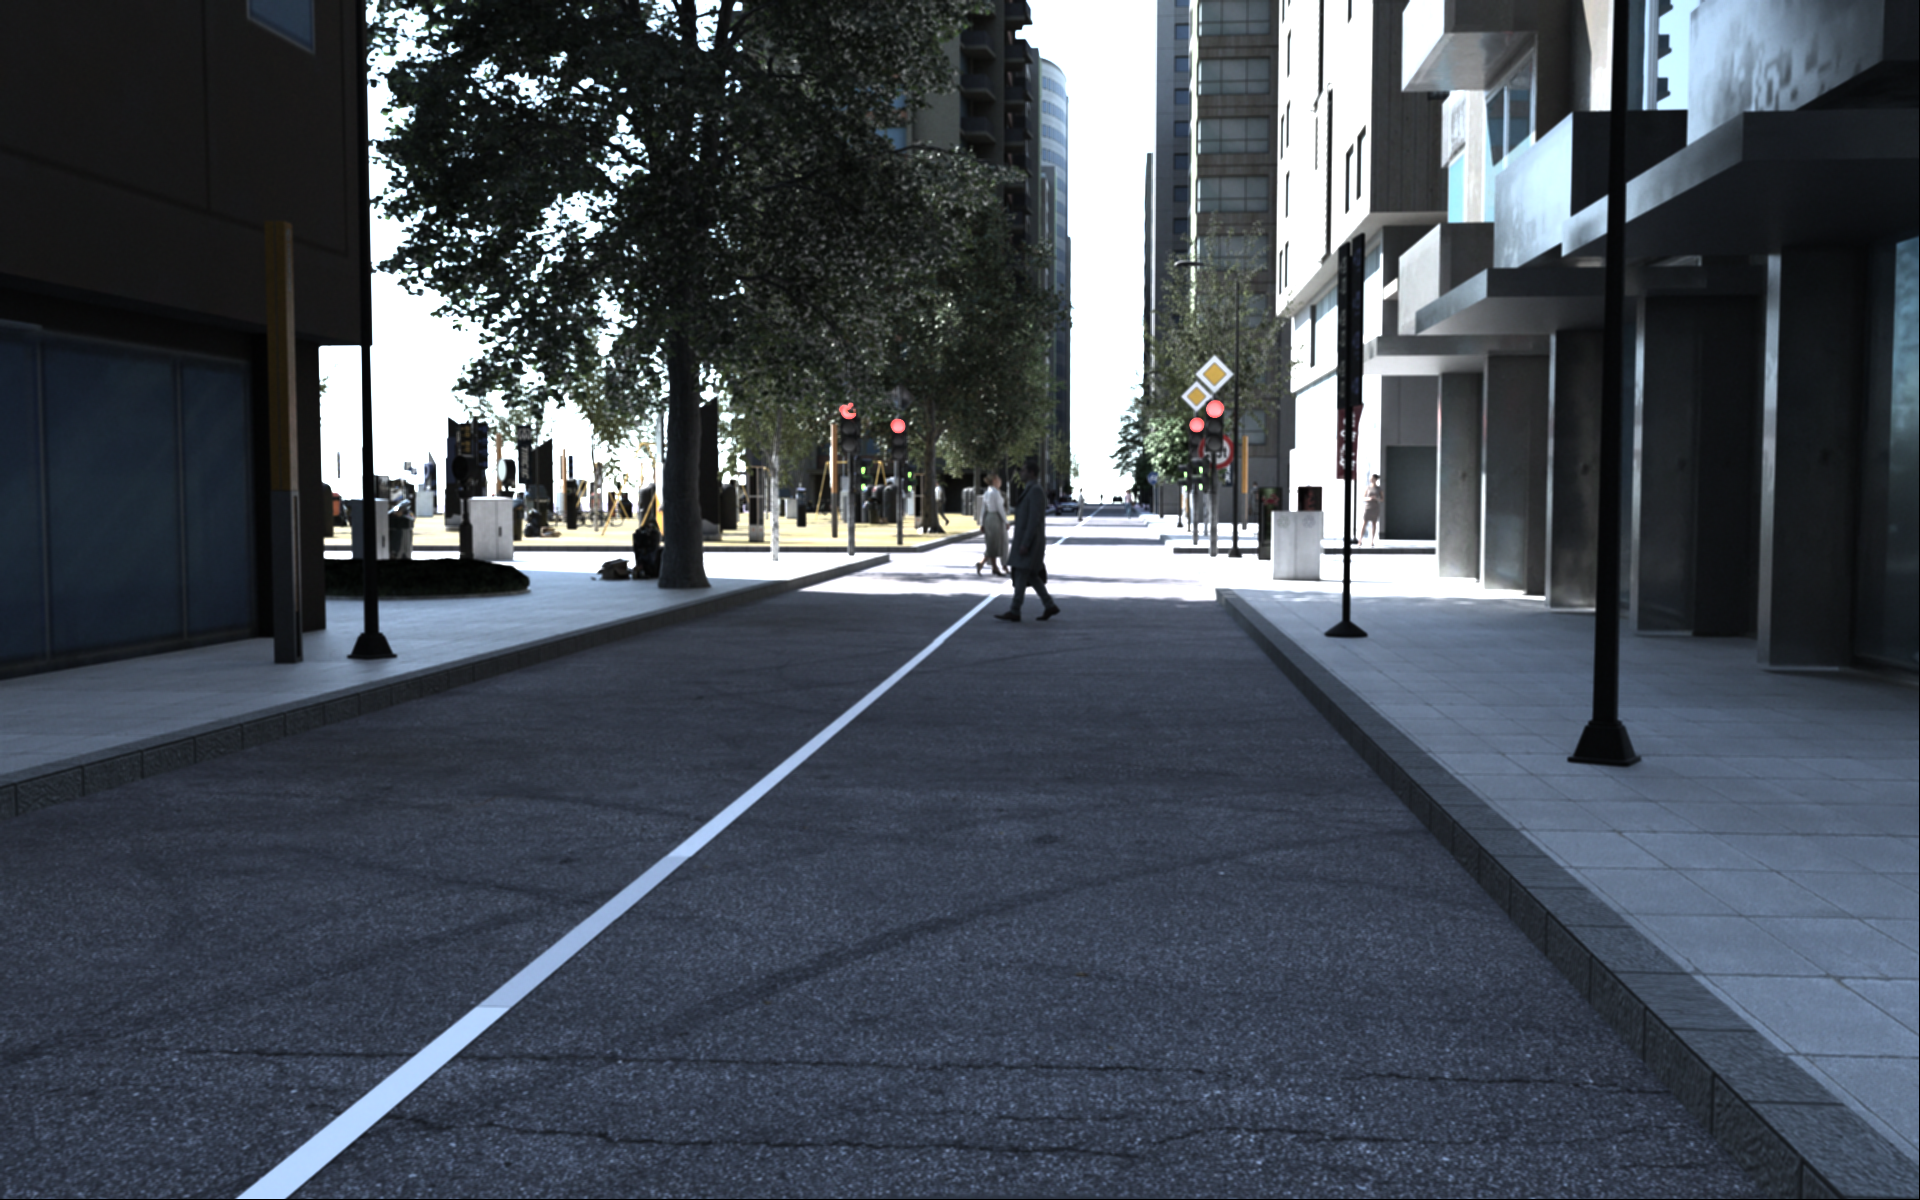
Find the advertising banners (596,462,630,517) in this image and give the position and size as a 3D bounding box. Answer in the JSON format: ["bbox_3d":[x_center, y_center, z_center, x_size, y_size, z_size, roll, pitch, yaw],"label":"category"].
[{"bbox_3d":[-19.067,-6.036,94.868,2.074,3.025,0.090,1,4,9],"label":"advertising banners"}]

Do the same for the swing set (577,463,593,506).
[{"bbox_3d":[-17.783,-5.324,84.668,2.862,2.851,3.119,-1,4,-18],"label":"swing set"}]

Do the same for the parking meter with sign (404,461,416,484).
[{"bbox_3d":[-29.701,-5.813,91.296,1.738,3.016,0.543,2,4,25],"label":"parking meter with sign"}]

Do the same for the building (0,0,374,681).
[{"bbox_3d":[-13.161,-21.952,9.024,14.600,45.320,14.200,0,4,5],"label":"building"}]

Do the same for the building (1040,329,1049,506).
[{"bbox_3d":[-5.270,-20.326,177.369,27.650,21.520,28.899,0,4,5],"label":"building"}]

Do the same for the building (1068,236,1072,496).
[{"bbox_3d":[10.012,-35.712,267.483,14.154,41.232,14.086,0,4,5],"label":"building"}]

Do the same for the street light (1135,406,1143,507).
[{"bbox_3d":[10.118,-7.271,91.423,1.470,5.913,1.316,0,4,5],"label":"street light"}]

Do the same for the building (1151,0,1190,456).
[{"bbox_3d":[30.085,-38.789,176.199,21.231,58.520,28.212,0,4,5],"label":"building"}]

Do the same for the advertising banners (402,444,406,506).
[{"bbox_3d":[-19.371,-3.920,60.277,0.090,3.025,2.074,-1,4,-16],"label":"advertising banners"}]

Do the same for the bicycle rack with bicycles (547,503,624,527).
[{"bbox_3d":[-14.628,-3.342,68.029,2.925,0.926,2.852,0,4,4],"label":"bicycle rack with bicycles"}]

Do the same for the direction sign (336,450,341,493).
[{"bbox_3d":[-32.126,-5.970,89.613,0.379,3.537,0.876,-2,4,-33],"label":"direction sign"}]

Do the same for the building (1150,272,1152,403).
[{"bbox_3d":[30.758,-27.152,215.638,14.160,30.474,14.107,0,4,5],"label":"building"}]

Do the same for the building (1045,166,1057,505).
[{"bbox_3d":[4.393,-32.223,210.445,14.154,41.232,14.086,0,4,5],"label":"building"}]

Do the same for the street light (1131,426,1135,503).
[{"bbox_3d":[12.537,-8.882,117.765,1.470,5.913,1.316,0,4,5],"label":"street light"}]

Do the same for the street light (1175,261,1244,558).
[{"bbox_3d":[4.976,-3.796,34.607,1.470,5.913,1.316,0,4,5],"label":"street light"}]

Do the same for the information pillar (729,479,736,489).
[{"bbox_3d":[-10.959,-4.839,83.607,0.304,2.012,0.304,0,4,3],"label":"information pillar"}]

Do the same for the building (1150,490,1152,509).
[{"bbox_3d":[32.875,-28.041,150.343,32.217,40.220,23.993,0,4,5],"label":"building"}]

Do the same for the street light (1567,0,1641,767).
[{"bbox_3d":[2.558,-2.181,8.201,1.470,5.913,1.316,0,4,5],"label":"street light"}]

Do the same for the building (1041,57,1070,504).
[{"bbox_3d":[3.583,-42.168,231.438,21.231,58.520,28.212,0,4,5],"label":"building"}]

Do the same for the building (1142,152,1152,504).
[{"bbox_3d":[35.407,-37.239,232.558,21.300,48.544,21.600,0,4,5],"label":"building"}]

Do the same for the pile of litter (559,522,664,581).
[{"bbox_3d":[-5.027,-0.765,26.467,1.176,0.858,1.719,2,4,35],"label":"pile of litter"}]

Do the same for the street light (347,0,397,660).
[{"bbox_3d":[-4.075,-2.496,13.356,1.470,5.913,1.316,0,4,5],"label":"street light"}]

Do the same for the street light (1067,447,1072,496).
[{"bbox_3d":[10.468,-12.244,172.728,1.470,5.913,1.316,0,4,5],"label":"street light"}]

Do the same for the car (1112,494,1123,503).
[{"bbox_3d":[24.244,-15.699,266.464,2.009,1.686,4.222,0,4,5],"label":"car"}]

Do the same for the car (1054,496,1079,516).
[{"bbox_3d":[7.336,-6.362,116.602,1.945,1.354,3.894,0,4,6],"label":"car"}]

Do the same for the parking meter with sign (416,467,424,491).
[{"bbox_3d":[-34.606,-7.053,111.571,1.738,3.016,0.543,2,4,34],"label":"parking meter with sign"}]

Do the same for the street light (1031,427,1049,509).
[{"bbox_3d":[5.492,-9.022,120.057,1.470,5.913,1.316,0,4,5],"label":"street light"}]

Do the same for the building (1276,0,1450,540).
[{"bbox_3d":[24.827,-28.574,56.422,27.495,52.752,28.713,0,4,5],"label":"building"}]

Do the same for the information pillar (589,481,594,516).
[{"bbox_3d":[-21.322,-5.862,100.340,0.304,2.012,0.304,-2,4,-29],"label":"information pillar"}]

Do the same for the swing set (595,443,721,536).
[{"bbox_3d":[-9.343,-3.449,54.017,2.862,2.851,3.119,1,4,13],"label":"swing set"}]

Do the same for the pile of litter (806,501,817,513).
[{"bbox_3d":[-10.465,-6.380,118.283,1.719,0.858,1.176,-1,4,-19],"label":"pile of litter"}]

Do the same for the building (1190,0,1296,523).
[{"bbox_3d":[17.887,-24.315,81.145,14.154,41.232,14.086,0,4,5],"label":"building"}]

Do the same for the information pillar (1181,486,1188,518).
[{"bbox_3d":[12.055,-6.175,92.311,0.504,3.616,0.183,0,4,3],"label":"information pillar"}]

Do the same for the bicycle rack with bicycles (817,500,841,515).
[{"bbox_3d":[-7.668,-5.642,105.626,2.852,0.926,2.925,3,4,36],"label":"bicycle rack with bicycles"}]

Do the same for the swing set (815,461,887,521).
[{"bbox_3d":[-5.224,-5.266,83.721,3.119,2.851,2.862,1,4,21],"label":"swing set"}]

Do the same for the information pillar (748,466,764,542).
[{"bbox_3d":[-5.420,-2.543,46.076,0.304,2.012,0.304,2,4,26],"label":"information pillar"}]

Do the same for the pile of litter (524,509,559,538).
[{"bbox_3d":[-12.381,-2.293,51.457,1.176,0.858,1.719,1,4,10],"label":"pile of litter"}]

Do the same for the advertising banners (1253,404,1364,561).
[{"bbox_3d":[6.698,-2.269,33.279,2.074,3.025,0.090,0,4,4],"label":"advertising banners"}]

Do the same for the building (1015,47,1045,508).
[{"bbox_3d":[-0.105,-28.802,154.502,14.154,41.232,14.086,0,4,5],"label":"building"}]

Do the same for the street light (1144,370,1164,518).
[{"bbox_3d":[7.740,-5.660,65.078,1.470,5.913,1.316,0,4,5],"label":"street light"}]

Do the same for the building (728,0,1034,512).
[{"bbox_3d":[-5.802,-29.282,133.387,22.147,44.769,28.867,0,4,5],"label":"building"}]

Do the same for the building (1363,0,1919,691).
[{"bbox_3d":[16.698,-24.182,14.992,23.786,49.044,30.456,0,4,5],"label":"building"}]

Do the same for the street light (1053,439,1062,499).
[{"bbox_3d":[7.965,-10.633,146.394,1.470,5.913,1.316,0,4,5],"label":"street light"}]

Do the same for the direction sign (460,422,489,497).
[{"bbox_3d":[-15.404,-3.853,54.992,0.876,3.537,0.379,-2,4,-27],"label":"direction sign"}]

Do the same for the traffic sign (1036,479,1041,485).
[{"bbox_3d":[5.256,-7.137,118.823,0.606,2.300,0.079,1,4,12],"label":"traffic sign"}]

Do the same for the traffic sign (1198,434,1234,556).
[{"bbox_3d":[5.310,-2.189,35.894,0.768,2.556,0.104,0,4,7],"label":"traffic sign"}]

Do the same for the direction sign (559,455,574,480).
[{"bbox_3d":[-22.655,-6.594,99.809,0.876,3.537,0.379,-3,5,-39],"label":"direction sign"}]

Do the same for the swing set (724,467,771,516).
[{"bbox_3d":[-12.462,-6.414,102.495,3.119,2.851,2.862,3,5,43],"label":"swing set"}]

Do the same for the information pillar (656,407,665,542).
[{"bbox_3d":[-7.997,-3.359,46.273,0.183,3.616,0.504,-2,4,-29],"label":"information pillar"}]

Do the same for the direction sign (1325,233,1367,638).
[{"bbox_3d":[3.490,-1.441,15.551,0.379,3.537,0.876,0,4,-1],"label":"direction sign"}]

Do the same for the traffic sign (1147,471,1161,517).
[{"bbox_3d":[10.892,-5.937,97.183,0.768,2.556,0.104,1,4,13],"label":"traffic sign"}]

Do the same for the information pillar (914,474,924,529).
[{"bbox_3d":[-1.481,-3.616,63.608,0.304,2.012,0.304,1,4,21],"label":"information pillar"}]

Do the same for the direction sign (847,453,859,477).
[{"bbox_3d":[-5.001,-5.437,80.897,0.379,3.537,0.876,-3,4,-39],"label":"direction sign"}]

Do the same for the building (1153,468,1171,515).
[{"bbox_3d":[22.468,-40.793,105.220,20.563,71.187,20.611,0,4,5],"label":"building"}]
